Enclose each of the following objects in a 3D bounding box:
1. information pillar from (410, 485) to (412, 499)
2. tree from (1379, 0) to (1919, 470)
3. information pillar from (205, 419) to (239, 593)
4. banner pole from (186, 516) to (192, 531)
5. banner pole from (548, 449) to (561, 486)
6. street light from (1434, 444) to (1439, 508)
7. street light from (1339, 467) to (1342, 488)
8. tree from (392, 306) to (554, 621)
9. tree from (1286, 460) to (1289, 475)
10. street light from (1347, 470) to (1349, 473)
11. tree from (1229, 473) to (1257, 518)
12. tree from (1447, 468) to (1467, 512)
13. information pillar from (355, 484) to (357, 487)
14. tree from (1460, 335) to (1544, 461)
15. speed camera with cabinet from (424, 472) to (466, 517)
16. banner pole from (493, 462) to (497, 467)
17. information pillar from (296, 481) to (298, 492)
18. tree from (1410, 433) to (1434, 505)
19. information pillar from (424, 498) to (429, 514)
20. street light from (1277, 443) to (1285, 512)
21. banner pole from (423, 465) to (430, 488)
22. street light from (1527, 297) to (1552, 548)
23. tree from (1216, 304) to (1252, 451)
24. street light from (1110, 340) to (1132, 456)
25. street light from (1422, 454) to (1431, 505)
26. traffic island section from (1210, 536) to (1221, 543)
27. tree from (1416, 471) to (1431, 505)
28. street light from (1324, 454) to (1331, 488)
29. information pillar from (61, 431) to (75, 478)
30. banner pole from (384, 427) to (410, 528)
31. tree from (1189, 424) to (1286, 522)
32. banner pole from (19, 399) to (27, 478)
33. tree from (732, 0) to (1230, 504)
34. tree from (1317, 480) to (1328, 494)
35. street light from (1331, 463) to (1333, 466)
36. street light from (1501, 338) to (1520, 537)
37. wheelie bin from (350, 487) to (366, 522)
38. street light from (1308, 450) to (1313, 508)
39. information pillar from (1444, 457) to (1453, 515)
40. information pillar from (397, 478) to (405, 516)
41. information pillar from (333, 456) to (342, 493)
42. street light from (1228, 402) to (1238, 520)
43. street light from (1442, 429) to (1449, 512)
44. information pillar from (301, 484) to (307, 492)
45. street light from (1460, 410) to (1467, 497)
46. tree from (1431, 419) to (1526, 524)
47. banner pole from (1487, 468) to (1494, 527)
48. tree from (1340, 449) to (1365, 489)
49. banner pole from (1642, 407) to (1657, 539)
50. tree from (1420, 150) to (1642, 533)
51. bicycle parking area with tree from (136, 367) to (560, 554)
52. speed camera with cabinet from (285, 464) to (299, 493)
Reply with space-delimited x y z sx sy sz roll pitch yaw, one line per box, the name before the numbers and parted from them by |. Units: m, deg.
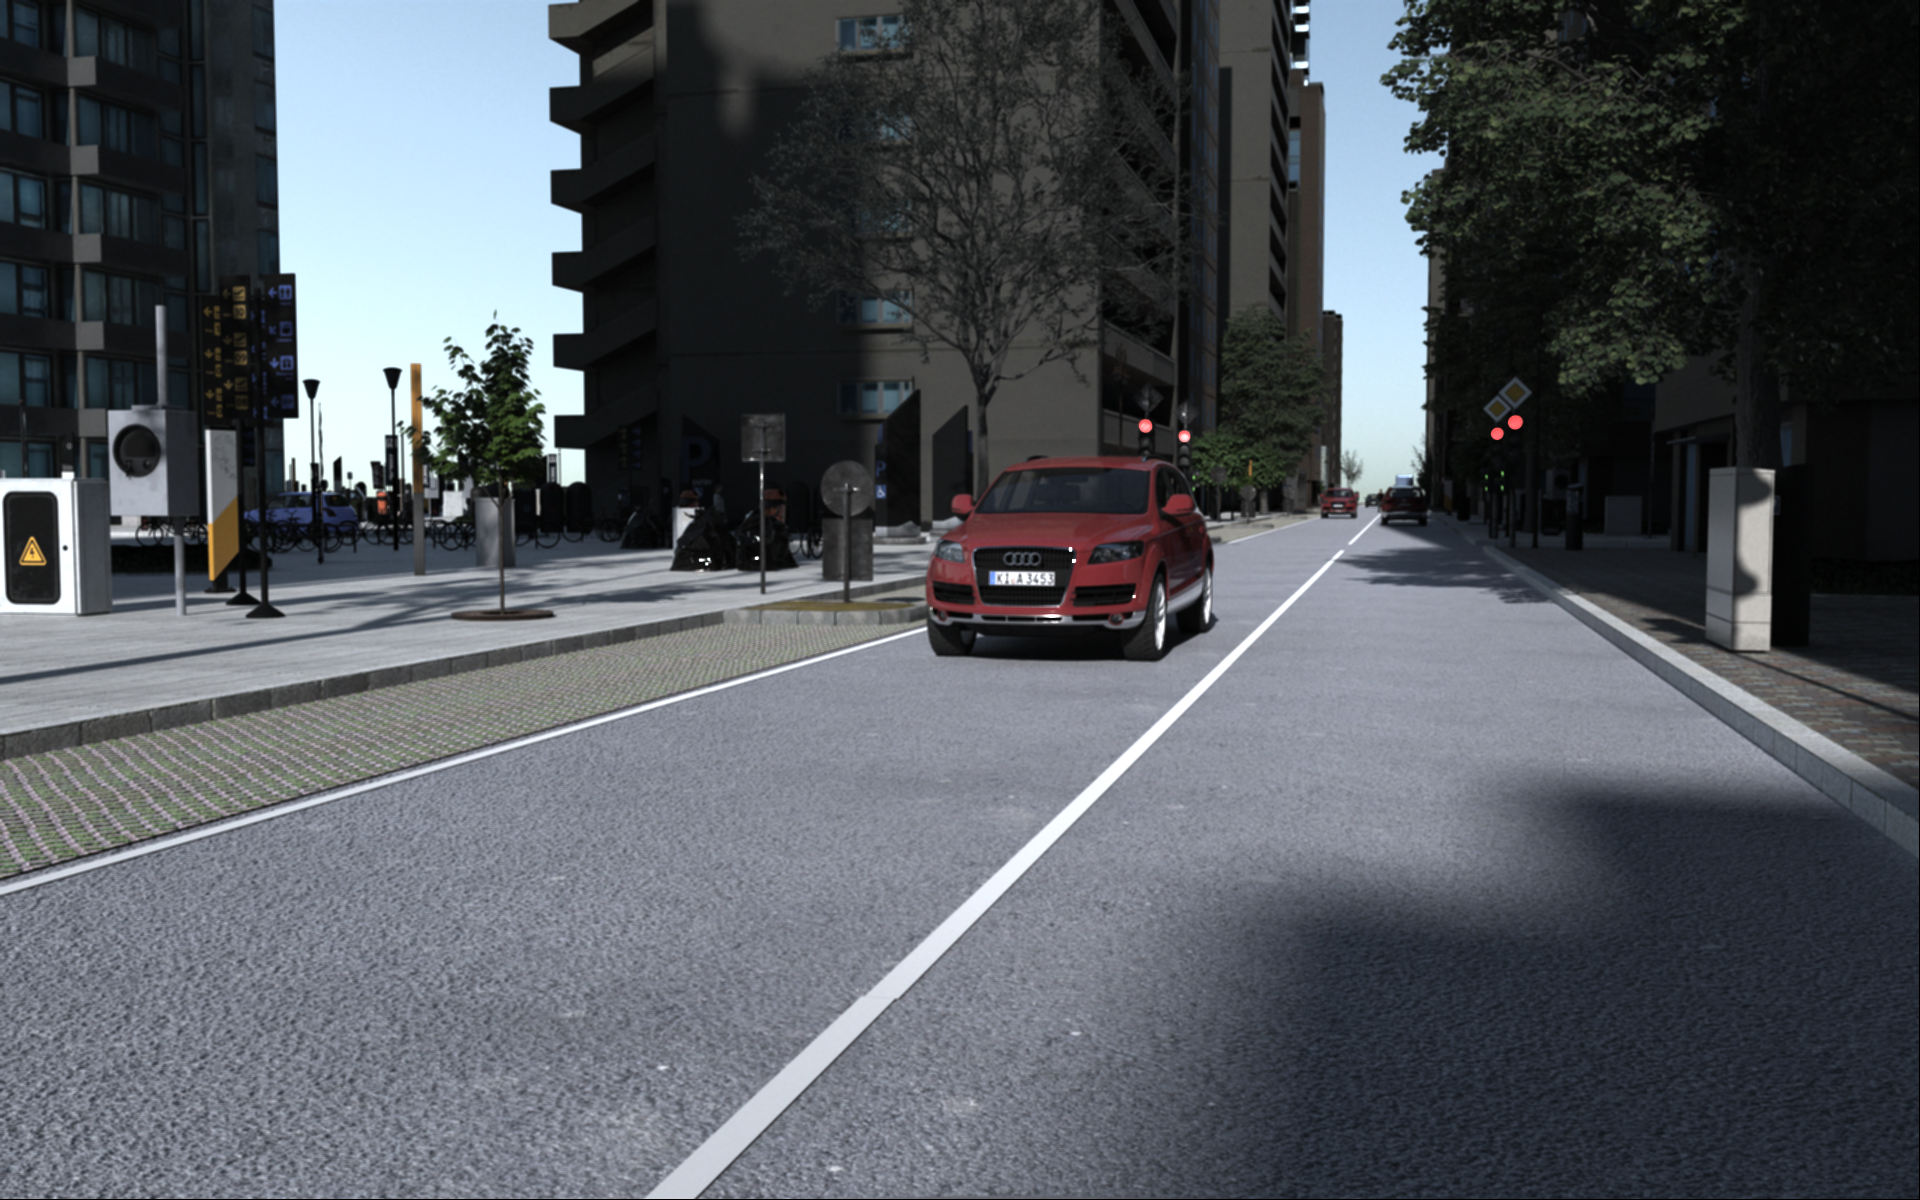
information pillar | -43.281 -8.052 136.147 0.304 2.012 0.304 1 4 15
tree | 8.987 -6.873 19.023 9.857 13.997 8.962 0 3 0
information pillar | -9.593 -1.906 22.510 0.183 3.616 0.504 2 4 25
banner pole | -26.732 -4.280 59.995 0.401 3.779 0.863 -1 4 -11
banner pole | -22.257 -6.444 95.383 0.863 3.779 0.401 -2 4 -26
street light | 44.145 -11.487 160.595 0.468 5.910 1.993 1 4 14
street light | 52.960 -16.401 240.944 0.468 5.910 1.993 1 4 14
tree | -4.743 -1.434 18.049 1.663 3.219 1.824 0 3 0
tree | 18.313 -7.449 105.497 4.285 4.588 4.351 0 3 0
street light | 61.744 -18.521 275.604 0.468 5.910 1.993 1 4 14
tree | 15.525 -6.138 94.959 1.663 3.219 1.824 0 3 0
tree | 35.034 -7.858 123.078 1.663 3.219 1.824 0 3 0
information pillar | -42.760 -7.254 123.099 0.304 2.012 0.304 -3 5 -41
tree | 25.231 -8.004 81.233 4.737 8.622 4.395 0 3 0
speed camera with cabinet | -28.484 -6.185 95.455 2.038 3.252 0.660 -3 4 -37
banner pole | -23.848 -5.976 87.718 0.863 3.779 0.401 -2 4 -27
information pillar | -37.898 -5.762 98.695 0.304 2.012 0.304 -2 4 -24
tree | 55.017 -15.430 202.640 4.360 8.622 3.978 0 3 0
information pillar | -34.731 -7.410 112.514 0.504 3.616 0.183 1 4 16
street light | 22.608 -9.120 121.894 0.468 5.910 1.993 1 4 14
banner pole | -27.403 -6.008 88.255 0.863 3.779 0.401 0 4 1
street light | 13.607 -4.160 40.801 0.468 5.910 1.993 1 4 14
tree | 20.199 -12.719 114.610 9.857 13.997 8.962 0 3 0
street light | 4.839 -4.854 52.144 0.468 5.910 1.993 1 4 14
street light | 55.819 -14.319 206.906 0.468 5.910 1.993 1 4 14
traffic island section | 6.650 -1.781 51.392 2.009 0.180 2.903 1 4 14
tree | 57.054 -13.875 210.571 4.285 4.588 4.351 0 3 0
street light | 41.233 -13.597 195.104 0.468 5.910 1.993 1 4 14
information pillar | -33.216 -4.478 64.568 0.504 3.616 0.183 0 4 4
banner pole | -21.038 -4.567 64.694 0.863 3.779 0.401 -2 4 -31
tree | 12.120 -5.952 81.036 4.285 4.588 4.351 0 3 0
banner pole | -24.888 -3.430 46.096 0.401 3.779 0.863 -1 4 -22
tree | 0.502 -7.695 36.176 12.009 13.543 11.850 0 3 0
tree | 41.348 -12.563 200.008 1.663 3.219 1.824 0 3 0
street light | 44.228 -14.310 206.757 0.468 5.910 1.993 1 4 14
street light | 16.371 -4.821 51.614 0.468 5.910 1.993 1 4 14
wheelie bin | -27.507 -4.348 78.998 0.693 1.594 0.980 0 4 -5
street light | 32.546 -11.506 160.905 0.468 5.910 1.993 1 4 14
information pillar | 29.454 -6.913 104.385 0.504 3.616 0.183 2 4 27
information pillar | -26.383 -4.723 81.719 0.304 2.012 0.304 1 4 23
information pillar | -37.920 -6.989 105.627 0.504 3.616 0.183 0 4 -4
street light | 13.717 -6.990 87.069 0.468 5.910 1.993 1 4 14
street light | 35.390 -9.396 126.408 0.468 5.910 1.993 1 4 14
information pillar | -50.065 -7.812 132.214 0.304 2.012 0.304 0 4 -7
street light | 25.218 -6.969 86.724 0.468 5.910 1.993 1 4 14
tree | 22.506 -5.509 73.788 4.285 4.588 4.351 0 3 0
banner pole | 20.860 -4.754 67.744 0.401 3.779 0.863 1 4 14
tree | 62.919 -20.103 279.046 4.360 8.622 3.978 0 3 0
banner pole | 19.824 -3.645 49.608 0.401 3.779 0.863 1 4 16
tree | 19.081 -8.528 57.568 7.486 12.596 7.792 0 3 0
bicycle parking area with tree | -14.689 -3.324 41.356 9.016 4.147 8.231 -2 4 -27
speed camera with cabinet | -43.486 -7.347 114.451 2.038 3.252 0.660 1 4 10
